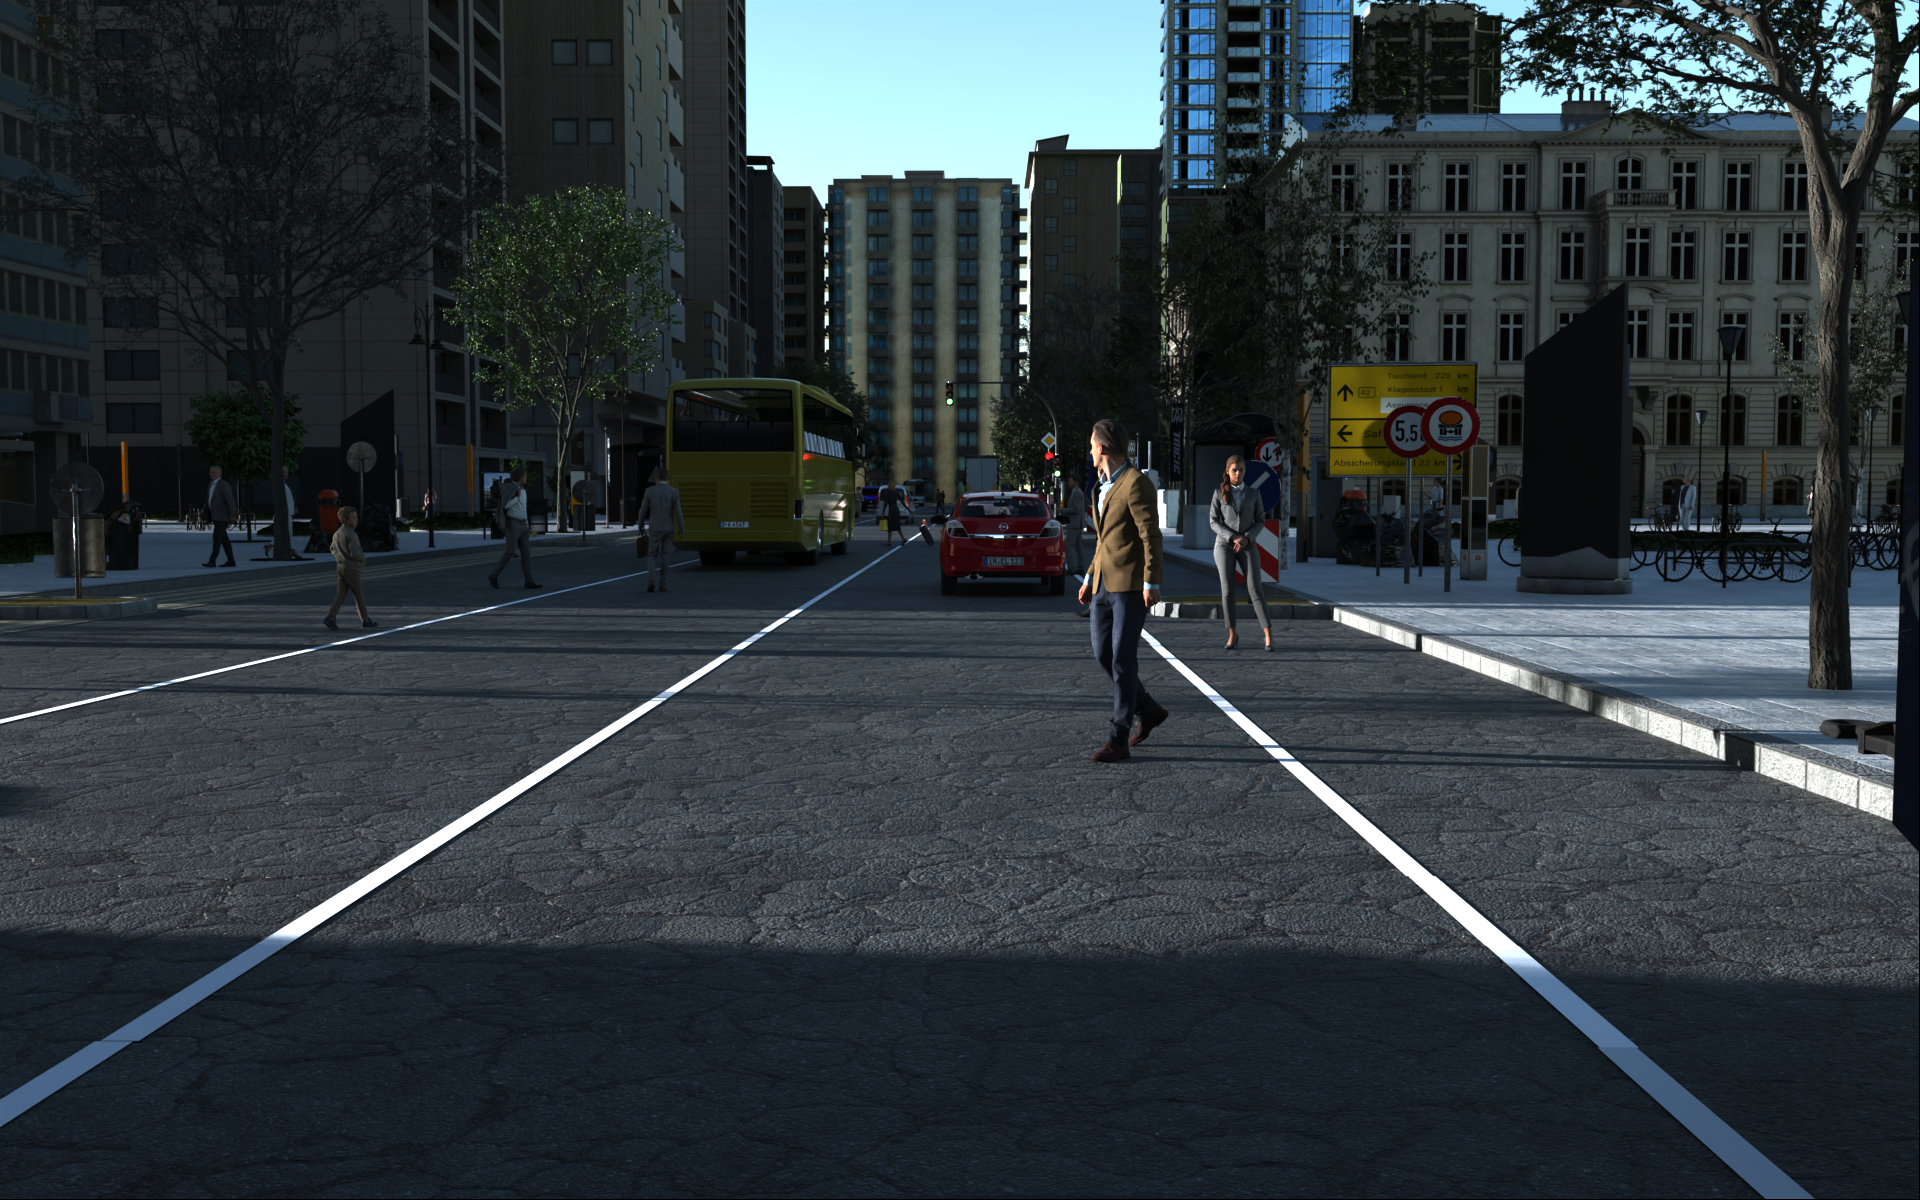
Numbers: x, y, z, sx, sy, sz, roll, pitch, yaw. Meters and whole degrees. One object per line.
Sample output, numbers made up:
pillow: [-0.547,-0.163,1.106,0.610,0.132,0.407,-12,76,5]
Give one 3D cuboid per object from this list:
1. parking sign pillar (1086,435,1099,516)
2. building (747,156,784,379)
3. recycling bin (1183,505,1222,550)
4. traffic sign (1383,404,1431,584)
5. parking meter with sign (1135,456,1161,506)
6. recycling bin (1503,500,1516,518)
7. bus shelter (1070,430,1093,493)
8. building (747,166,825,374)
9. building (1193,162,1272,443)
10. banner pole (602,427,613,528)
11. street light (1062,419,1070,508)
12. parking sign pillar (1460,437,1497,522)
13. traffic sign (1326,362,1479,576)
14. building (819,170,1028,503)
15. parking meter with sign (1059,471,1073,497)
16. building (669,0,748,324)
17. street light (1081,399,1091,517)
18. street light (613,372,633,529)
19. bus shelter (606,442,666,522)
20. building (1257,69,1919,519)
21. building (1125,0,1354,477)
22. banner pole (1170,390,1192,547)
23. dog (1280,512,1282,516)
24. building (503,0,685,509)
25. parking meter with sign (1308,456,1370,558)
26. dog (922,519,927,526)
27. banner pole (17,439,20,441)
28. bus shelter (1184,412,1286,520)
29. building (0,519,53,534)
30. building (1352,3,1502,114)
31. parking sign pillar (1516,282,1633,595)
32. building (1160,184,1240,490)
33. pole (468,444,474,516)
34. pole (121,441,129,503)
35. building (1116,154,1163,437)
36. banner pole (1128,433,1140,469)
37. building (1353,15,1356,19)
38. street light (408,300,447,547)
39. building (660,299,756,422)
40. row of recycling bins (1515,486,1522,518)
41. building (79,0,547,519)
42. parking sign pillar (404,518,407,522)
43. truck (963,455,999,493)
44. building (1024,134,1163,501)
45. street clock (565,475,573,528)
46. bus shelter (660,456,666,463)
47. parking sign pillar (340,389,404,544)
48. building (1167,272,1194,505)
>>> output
parking sign pillar: [6.367,-5.492,78.272,1.447,3.967,1.447,1,4,16]
building: [-28.748,-32.257,210.990,14.086,41.232,14.154,0,4,1]
recycling bin: [5.654,-1.696,40.280,0.722,1.027,0.722,-1,4,-17]
traffic sign: [6.405,-1.507,24.748,0.768,2.556,0.104,0,4,3]
parking meter with sign: [8.813,-5.084,79.379,1.738,3.016,0.543,1,4,21]
recycling bin: [25.577,-4.118,79.891,0.722,1.027,0.722,-2,4,-33]
bus shelter: [7.925,-7.886,106.573,2.179,5.291,8.768,0,4,1]
building: [-31.578,-38.816,258.344,21.600,48.544,21.300,0,4,1]
building: [23.861,-18.006,124.076,12.332,23.373,15.834,0,4,1]
banner pole: [-13.146,-4.569,64.719,0.401,3.779,0.863,-1,4,-21]
street light: [6.506,-8.215,107.103,0.468,5.910,1.993,0,4,1]
parking sign pillar: [20.962,-4.977,69.842,1.447,3.967,1.447,1,4,16]
traffic sign: [6.851,-2.021,26.910,2.265,3.308,0.079,1,4,9]
building: [-5.305,-39.104,258.958,30.456,49.044,23.786,0,4,1]
parking meter with sign: [7.912,-8.275,131.553,0.543,3.016,1.738,-3,4,-38]
building: [-32.259,-46.117,192.267,20.563,71.187,20.611,0,4,1]
street light: [6.125,-6.833,84.506,0.468,5.910,1.993,0,4,1]
street light: [-12.458,-5.584,64.093,0.468,5.910,1.993,0,4,1]
bus shelter: [-15.113,-5.504,81.266,1.731,3.624,6.357,0,4,1]
building: [34.828,-16.915,95.648,34.723,24.649,14.460,0,4,1]
building: [30.225,-53.460,186.743,22.319,86.520,31.000,0,4,1]
banner pole: [5.344,-3.166,41.784,0.401,3.779,0.863,-3,4,-39]
dog: [16.627,-4.385,89.435,0.550,0.427,0.748,2,4,26]
building: [-36.499,-33.282,133.403,28.713,52.752,27.495,0,4,1]
parking meter with sign: [7.545,-2.356,34.774,0.543,3.016,1.738,-3,4,-38]
dog: [-1.315,-2.745,64.166,0.406,0.507,0.540,-3,5,-45]
banner pole: [-42.565,-5.423,78.679,0.401,3.779,0.863,0,4,3]
bus shelter: [7.199,-3.146,45.363,2.014,3.302,5.546,0,4,1]
building: [-35.950,-21.366,41.223,23.993,40.220,32.217,0,4,1]
building: [68.747,-50.033,256.298,20.611,71.187,20.563,0,4,1]
parking sign pillar: [8.070,-2.090,22.649,1.447,3.967,1.447,3,5,40]
building: [26.036,-24.100,165.733,14.160,30.474,14.107,0,4,1]
pole: [-20.107,-4.730,71.182,0.158,3.312,0.155,0,3,0]
pole: [-32.372,-4.485,67.178,0.158,3.312,0.155,0,3,0]
building: [25.952,-32.241,210.736,14.154,41.232,14.086,0,4,1]
banner pole: [7.091,-4.925,70.541,0.863,3.779,0.401,-3,5,-40]
building: [48.134,-50.031,256.250,20.611,71.187,20.563,0,4,1]
street light: [-12.716,-4.202,41.494,0.468,5.910,1.993,0,4,1]
building: [-35.539,-19.821,169.116,27.650,21.520,28.899,0,4,1]
row of recycling bins: [24.277,-3.853,70.102,3.534,1.692,1.069,0,4,-1]
building: [-35.063,-40.326,97.576,20.563,71.187,20.611,0,4,1]
parking sign pillar: [-26.047,-5.542,79.077,1.447,3.967,1.447,2,4,25]
truck: [1.617,-8.665,130.584,2.839,4.237,11.283,0,4,0]
building: [23.710,-41.128,261.675,27.495,52.752,28.713,0,4,1]
street clock: [-14.586,-3.691,64.926,0.471,2.002,0.358,0,4,-1]
bus shelter: [-13.062,-5.519,84.164,2.014,3.302,5.546,0,4,1]
parking sign pillar: [-15.135,-3.413,44.278,1.447,3.967,1.447,-1,4,-23]
building: [23.371,-18.741,142.566,11.583,22.565,21.152,0,4,1]
